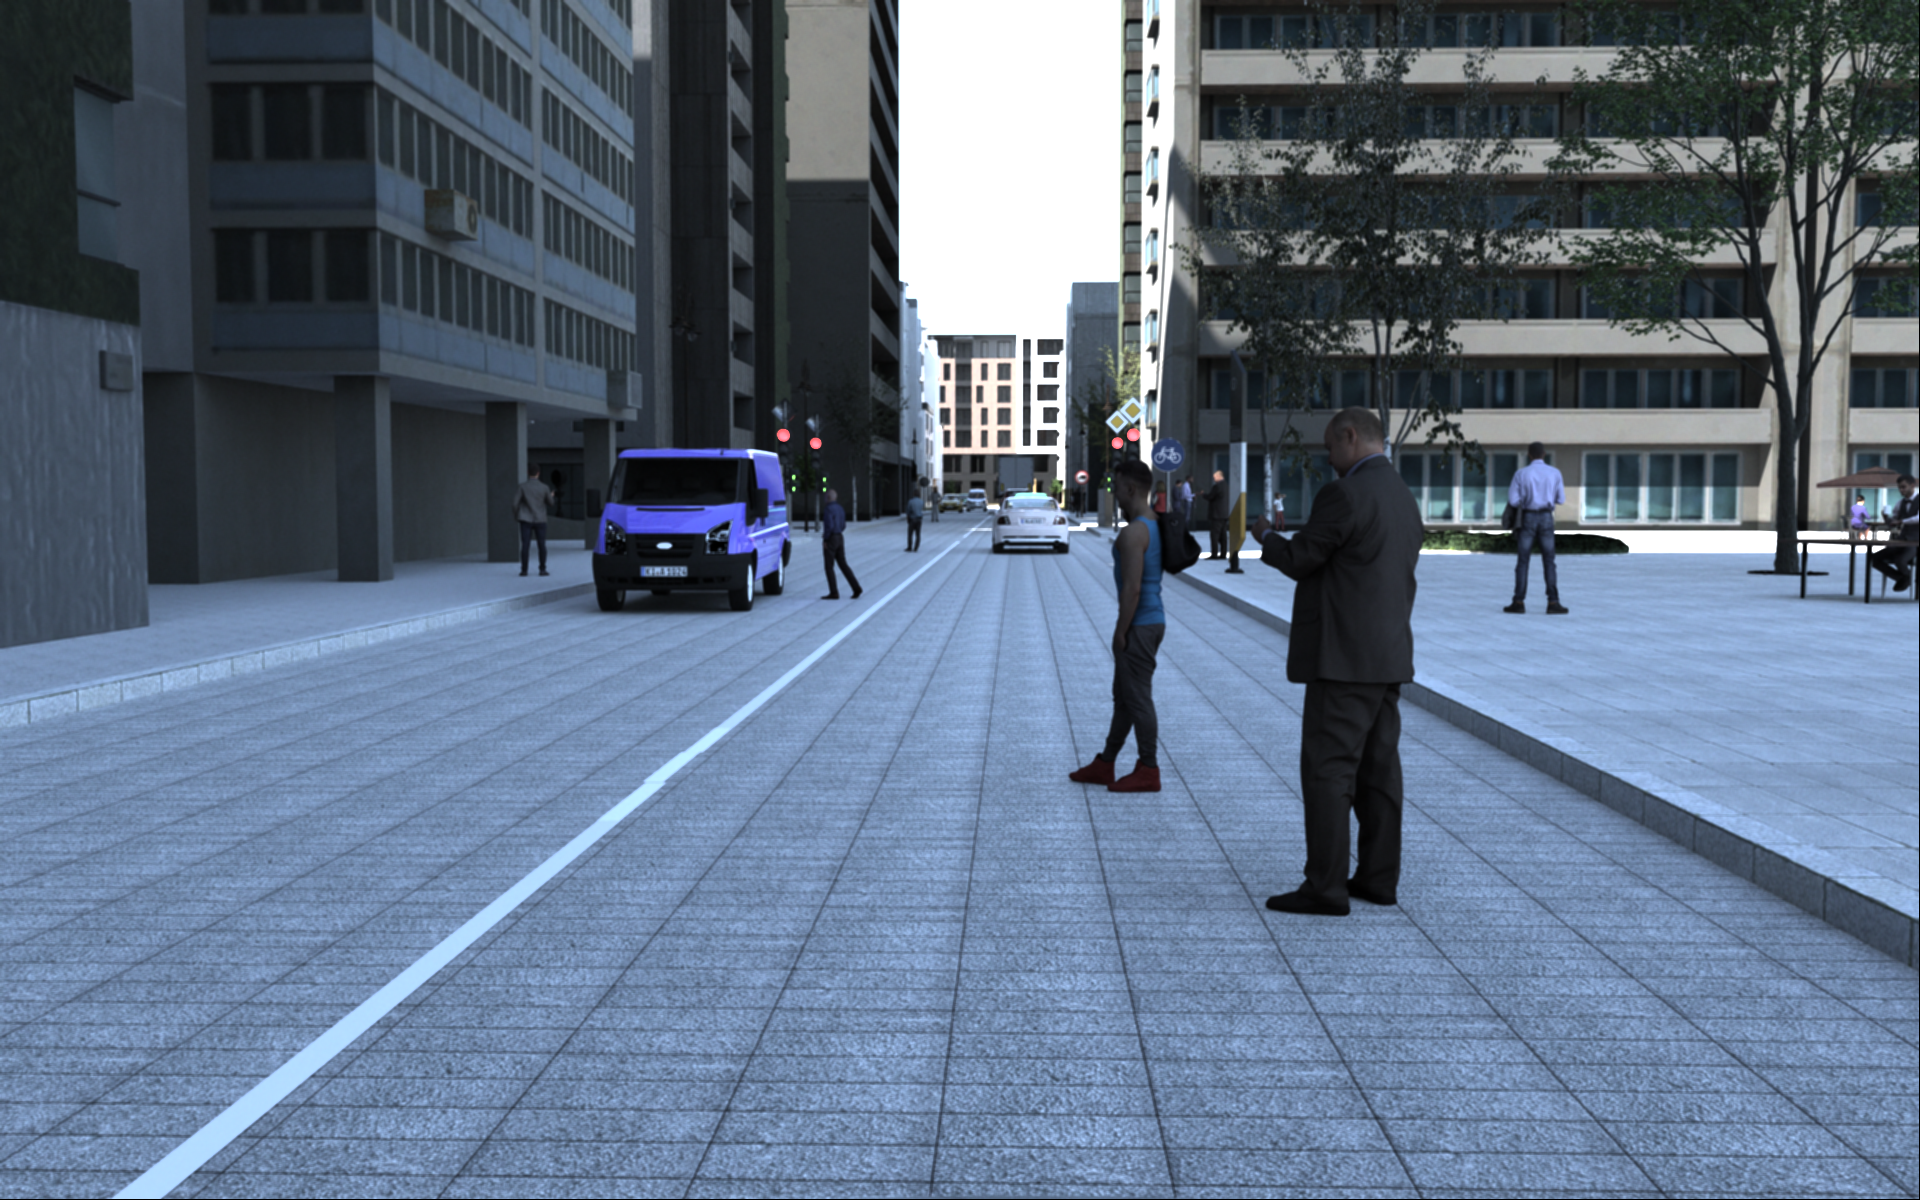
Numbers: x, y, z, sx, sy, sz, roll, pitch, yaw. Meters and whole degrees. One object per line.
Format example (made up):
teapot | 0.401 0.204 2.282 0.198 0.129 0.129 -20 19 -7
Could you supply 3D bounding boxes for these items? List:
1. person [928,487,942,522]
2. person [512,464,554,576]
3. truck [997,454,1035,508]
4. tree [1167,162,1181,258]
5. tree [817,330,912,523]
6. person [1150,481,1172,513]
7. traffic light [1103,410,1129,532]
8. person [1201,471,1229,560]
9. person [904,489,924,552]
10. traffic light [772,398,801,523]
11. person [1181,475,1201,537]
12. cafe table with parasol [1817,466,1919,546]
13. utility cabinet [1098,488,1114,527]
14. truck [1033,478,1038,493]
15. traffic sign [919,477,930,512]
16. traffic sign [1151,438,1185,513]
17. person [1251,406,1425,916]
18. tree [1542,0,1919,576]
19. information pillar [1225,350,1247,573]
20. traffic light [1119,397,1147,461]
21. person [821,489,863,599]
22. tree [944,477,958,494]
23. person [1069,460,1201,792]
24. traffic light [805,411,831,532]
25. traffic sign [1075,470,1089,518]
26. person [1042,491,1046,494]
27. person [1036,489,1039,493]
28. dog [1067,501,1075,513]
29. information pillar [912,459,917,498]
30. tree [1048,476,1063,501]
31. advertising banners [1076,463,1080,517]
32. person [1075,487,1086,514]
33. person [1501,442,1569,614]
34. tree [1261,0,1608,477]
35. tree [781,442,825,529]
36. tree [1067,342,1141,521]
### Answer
person | -1.311 -4.942 89.447 0.875 1.805 0.789 0 4 -6
person | -6.714 -1.269 27.320 0.617 1.759 0.750 0 4 -8
truck | 4.052 -8.376 125.864 2.839 4.237 11.283 0 4 2
tree | 6.068 -5.032 32.635 4.360 8.622 3.978 0 3 0
tree | -4.590 -7.781 77.586 4.360 8.622 3.978 0 3 0
person | 5.003 -2.164 43.136 0.593 1.614 0.444 0 4 -4
traffic light | 5.235 -4.227 58.037 0.839 4.253 0.868 0 4 2
person | 5.020 -1.668 34.008 0.600 1.739 0.565 1 4 10
person | -1.143 -1.968 42.897 0.499 1.552 0.429 0 4 -1
traffic light | -5.069 -3.759 50.376 0.839 4.253 0.868 0 4 2
person | 6.742 -2.721 50.392 0.599 1.838 0.709 1 4 14
cafe table with parasol | 22.659 -2.324 42.859 2.610 1.966 2.610 2 4 32
utility cabinet | 5.689 -3.616 67.806 0.318 1.500 1.173 1 4 21
truck | 7.211 -12.277 196.657 3.469 3.379 9.791 0 4 1
traffic sign | -2.616 -7.761 127.004 0.768 2.556 0.104 0 4 6
traffic sign | 4.730 -2.408 39.483 0.768 2.556 0.104 1 4 9
person | 1.313 0.190 6.074 0.600 1.739 0.565 1 4 15
tree | 13.265 -6.220 27.452 9.928 11.665 9.643 0 3 0
information pillar | 4.481 -2.239 27.960 0.183 3.616 0.504 -1 4 -15
traffic light | 4.967 -3.739 50.056 0.839 4.253 0.868 0 4 2
person | -1.719 -0.764 23.687 0.574 1.496 0.600 -3 4 -36
tree | -0.907 -12.643 201.306 1.663 3.219 1.824 0 3 0
person | 0.847 0.118 8.437 0.662 1.594 0.647 1 4 11
traffic light | -4.801 -4.247 58.356 0.839 4.253 0.868 0 4 2
traffic sign | 6.525 -5.661 92.669 0.768 2.556 0.104 0 4 3
person | 3.809 -4.034 76.669 0.471 1.553 0.569 0 4 0
person | 4.593 -5.725 102.919 0.431 1.722 0.655 3 5 43
dog | 7.673 -6.380 118.693 0.513 0.831 0.800 -1 4 -12
information pillar | -3.054 -7.600 115.613 0.183 3.616 0.504 -2 4 -34
tree | 10.074 -11.515 182.874 1.663 3.219 1.824 0 3 0
advertising banners | 6.555 -6.108 96.053 0.090 3.025 2.074 0 4 8
person | 7.929 -6.552 113.969 0.742 1.727 0.445 0 4 6
person | 6.208 -0.782 18.702 0.709 1.838 0.599 1 4 11
tree | 5.927 -4.441 22.968 4.360 8.622 3.978 0 3 0
tree | -5.840 -4.265 64.327 1.663 3.219 1.824 0 3 0
tree | 7.522 -8.112 82.996 4.737 8.622 4.395 0 3 0
